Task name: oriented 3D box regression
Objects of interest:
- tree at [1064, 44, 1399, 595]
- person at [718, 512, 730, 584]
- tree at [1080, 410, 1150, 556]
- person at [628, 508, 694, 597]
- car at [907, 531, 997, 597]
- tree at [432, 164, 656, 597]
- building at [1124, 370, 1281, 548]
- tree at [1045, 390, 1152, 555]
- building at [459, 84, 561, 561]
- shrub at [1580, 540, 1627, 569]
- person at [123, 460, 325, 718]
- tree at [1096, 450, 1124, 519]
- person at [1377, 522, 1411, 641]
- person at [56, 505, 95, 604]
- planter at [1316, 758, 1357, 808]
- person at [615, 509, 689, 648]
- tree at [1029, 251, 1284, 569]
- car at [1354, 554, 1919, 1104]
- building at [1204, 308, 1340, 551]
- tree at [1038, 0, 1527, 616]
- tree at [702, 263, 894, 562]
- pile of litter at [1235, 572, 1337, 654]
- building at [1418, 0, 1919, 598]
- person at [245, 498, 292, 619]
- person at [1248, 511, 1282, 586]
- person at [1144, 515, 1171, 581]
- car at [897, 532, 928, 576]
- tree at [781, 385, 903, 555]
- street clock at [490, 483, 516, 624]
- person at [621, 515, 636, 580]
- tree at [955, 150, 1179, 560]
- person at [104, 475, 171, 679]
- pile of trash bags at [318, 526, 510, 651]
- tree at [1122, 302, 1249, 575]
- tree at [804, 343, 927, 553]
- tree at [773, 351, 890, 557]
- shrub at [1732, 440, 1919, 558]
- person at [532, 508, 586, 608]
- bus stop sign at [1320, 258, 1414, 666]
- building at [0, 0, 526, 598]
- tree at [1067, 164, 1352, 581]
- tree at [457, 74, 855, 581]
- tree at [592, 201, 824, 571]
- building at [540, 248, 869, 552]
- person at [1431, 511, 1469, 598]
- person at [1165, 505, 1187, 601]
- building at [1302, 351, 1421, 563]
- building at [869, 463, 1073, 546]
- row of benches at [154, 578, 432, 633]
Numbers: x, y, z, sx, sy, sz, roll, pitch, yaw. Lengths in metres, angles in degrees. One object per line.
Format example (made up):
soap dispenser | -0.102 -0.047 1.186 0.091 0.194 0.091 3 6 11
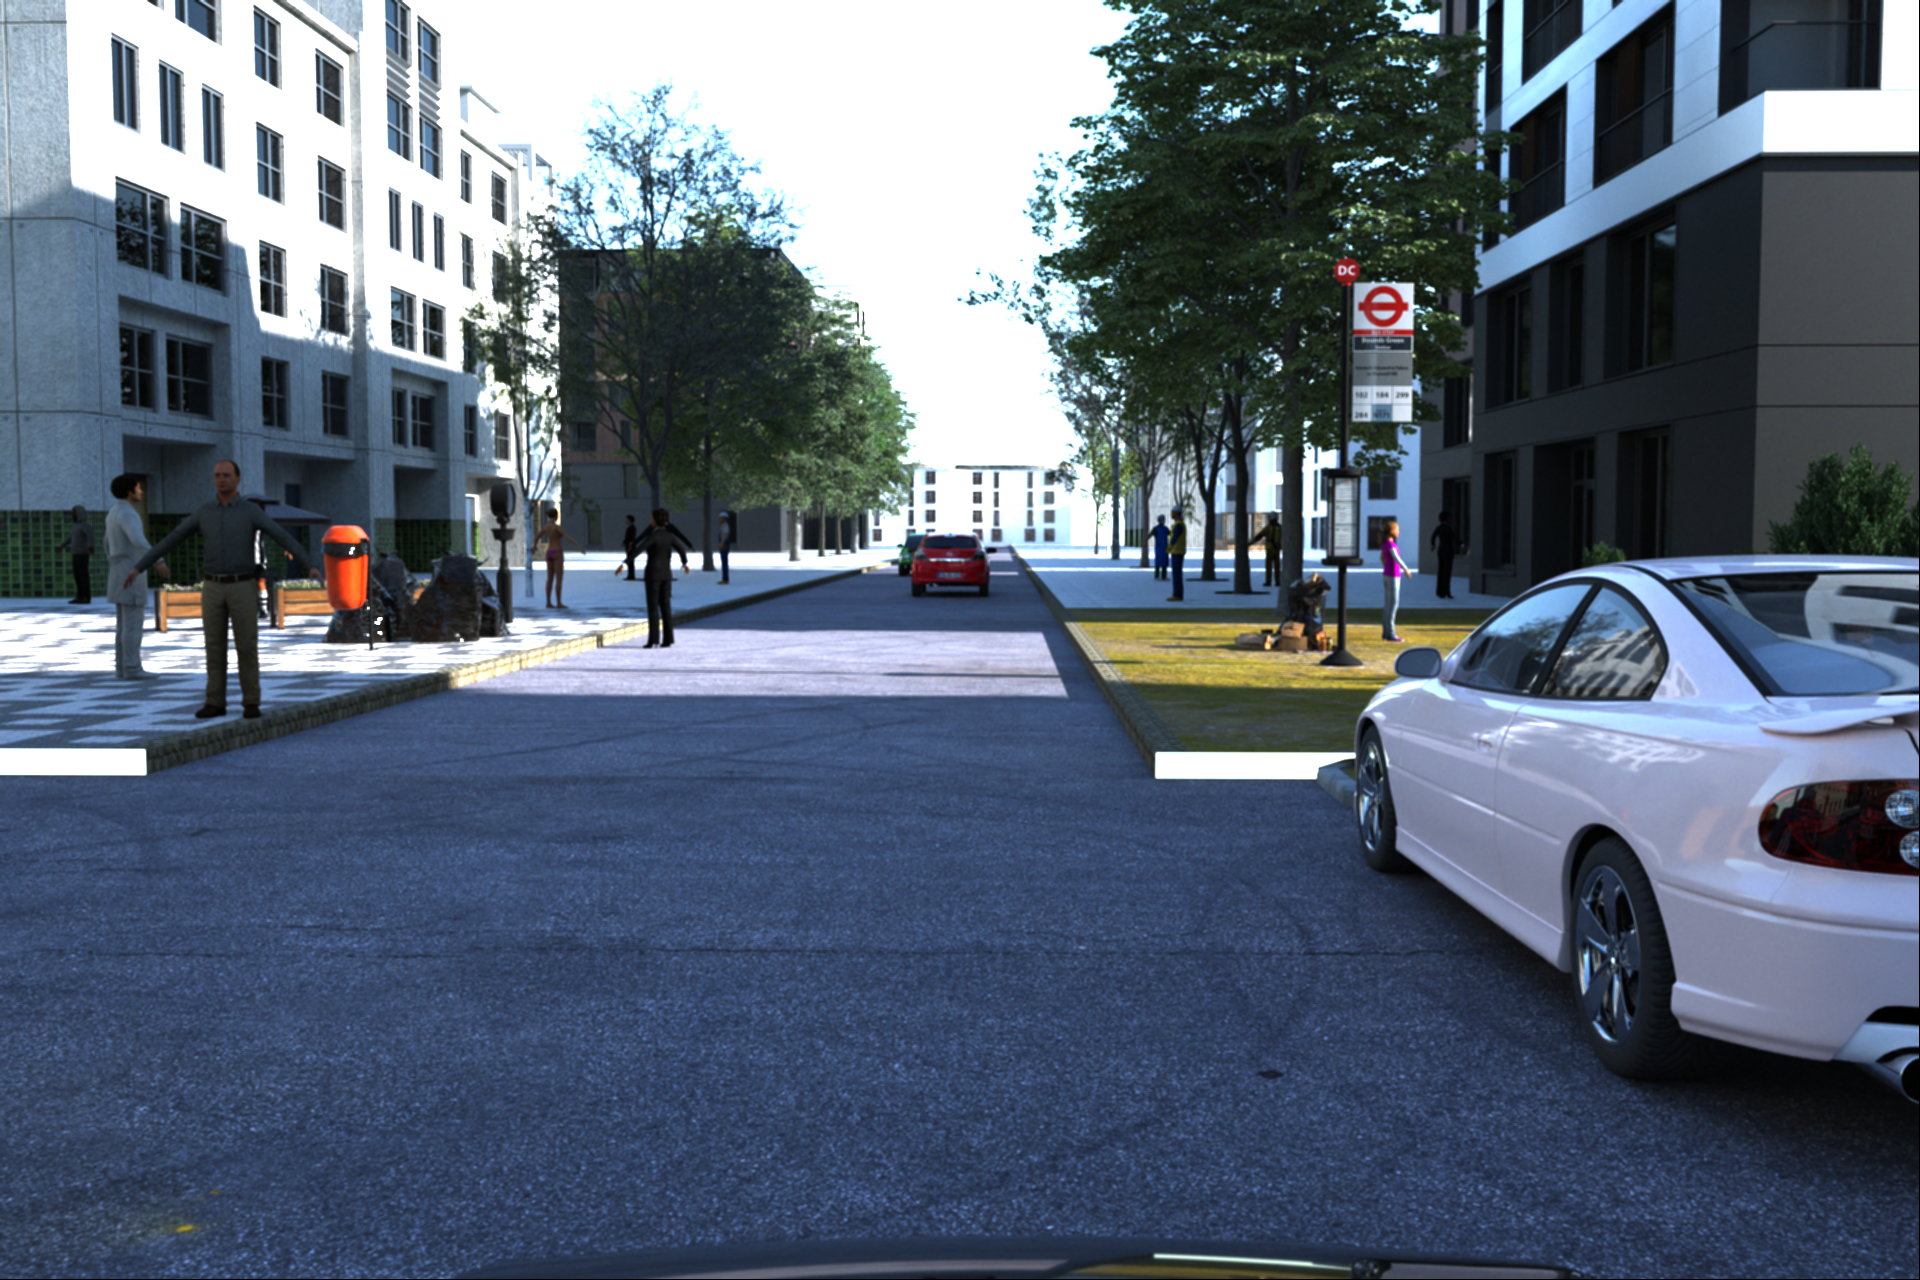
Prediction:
tree | 5.942 -6.797 36.880 9.928 11.665 9.643 0 3 0
person | -6.083 -2.362 44.478 0.705 1.847 1.347 -1 4 -8
tree | 8.672 -9.098 99.122 4.737 8.622 4.395 0 3 0
person | -6.049 -1.766 35.104 1.346 1.802 0.704 -1 4 -15
car | -0.197 -1.965 41.166 2.155 1.783 4.494 0 4 1
tree | -8.972 -5.191 35.234 4.360 8.622 3.978 0 3 0
building | 25.618 -18.624 170.959 16.747 18.905 31.486 0 4 2
tree | 8.793 -10.592 107.599 7.601 10.594 8.767 -2 4 -34
building | -25.435 -13.338 74.494 16.016 20.090 11.380 0 4 1
shrub | 8.445 -0.712 22.756 1.383 1.207 1.383 0 3 0
person | -5.122 -0.358 12.123 1.348 1.796 0.705 0 4 -6
tree | 19.289 -16.864 201.481 9.928 11.665 9.643 0 3 0
person | 5.238 -0.706 20.809 0.599 1.433 0.991 0 4 -1
person | -16.192 -1.572 31.828 1.348 1.813 0.705 3 4 39
planter | 3.032 0.708 9.559 1.991 0.319 1.994 0 4 2
person | -3.850 -0.773 21.825 0.721 1.740 1.216 3 4 37
tree | 7.035 -9.426 64.486 12.009 13.543 11.850 0 3 0
car | 2.651 0.394 5.917 2.083 1.381 4.827 0 4 1
building | 25.482 -17.575 143.765 16.016 20.090 11.380 0 4 1
tree | 5.138 -6.686 27.439 7.486 12.596 7.792 0 3 0
tree | -7.715 -10.611 80.144 9.857 13.997 8.962 0 3 0
pile of litter | 3.671 -0.329 19.342 1.176 0.858 1.719 0 4 1
building | 25.027 -11.927 38.982 27.936 21.610 32.646 0 4 1
person | -10.689 -1.226 26.189 1.345 1.843 0.704 1 4 9
person | 7.701 -2.256 42.651 1.354 1.858 0.705 -1 4 -14
person | 5.562 -2.539 47.645 1.347 1.817 0.704 -2 4 -31
car | -1.184 -3.165 60.551 1.959 1.807 4.718 0 4 1
tree | -7.316 -10.974 105.175 9.928 11.665 9.643 0 3 0
street clock | -6.538 -1.239 24.822 0.358 2.002 0.471 0 4 3
person | -9.171 -2.560 48.035 0.705 1.806 1.347 -1 4 -21
tree | 6.620 -14.121 86.767 12.611 20.169 13.585 0 3 0
person | -7.370 -0.565 15.419 0.705 1.806 1.347 -3 5 -42
pile of trash bags | -6.659 -0.658 20.507 1.912 1.369 3.447 0 4 3
tree | 6.703 -6.360 54.356 4.360 8.622 3.978 0 3 0
tree | -7.084 -12.723 114.683 9.857 13.997 8.962 0 3 0
tree | -7.758 -10.417 96.071 9.928 11.665 9.643 0 3 0
shrub | 7.464 -0.642 14.546 1.661 2.075 1.752 0 3 0
person | -6.971 -1.419 30.004 1.217 1.733 0.721 2 4 31
bus stop sign | 3.957 -1.722 16.852 0.855 3.939 0.416 0 4 1
building | -25.368 -11.229 50.060 16.747 18.905 31.486 0 4 2
tree | 6.735 -7.419 47.064 9.928 11.665 9.643 0 3 0
tree | -8.391 -8.368 47.182 12.009 13.543 11.850 0 3 0
tree | -8.521 -8.619 59.052 7.486 12.596 7.792 0 3 0
building | -22.739 -18.136 140.497 27.936 21.610 32.646 0 4 2
person | 9.763 -1.707 34.626 0.721 1.740 1.216 -1 4 -18
person | 4.135 -1.667 33.219 0.705 1.833 1.349 1 4 14
building | 20.930 -8.186 75.996 9.099 9.664 28.070 0 4 2
building | -0.621 -16.003 206.252 28.070 9.664 9.099 0 4 1
row of benches | -8.780 -0.509 23.785 4.104 0.672 1.422 -2 4 -31
